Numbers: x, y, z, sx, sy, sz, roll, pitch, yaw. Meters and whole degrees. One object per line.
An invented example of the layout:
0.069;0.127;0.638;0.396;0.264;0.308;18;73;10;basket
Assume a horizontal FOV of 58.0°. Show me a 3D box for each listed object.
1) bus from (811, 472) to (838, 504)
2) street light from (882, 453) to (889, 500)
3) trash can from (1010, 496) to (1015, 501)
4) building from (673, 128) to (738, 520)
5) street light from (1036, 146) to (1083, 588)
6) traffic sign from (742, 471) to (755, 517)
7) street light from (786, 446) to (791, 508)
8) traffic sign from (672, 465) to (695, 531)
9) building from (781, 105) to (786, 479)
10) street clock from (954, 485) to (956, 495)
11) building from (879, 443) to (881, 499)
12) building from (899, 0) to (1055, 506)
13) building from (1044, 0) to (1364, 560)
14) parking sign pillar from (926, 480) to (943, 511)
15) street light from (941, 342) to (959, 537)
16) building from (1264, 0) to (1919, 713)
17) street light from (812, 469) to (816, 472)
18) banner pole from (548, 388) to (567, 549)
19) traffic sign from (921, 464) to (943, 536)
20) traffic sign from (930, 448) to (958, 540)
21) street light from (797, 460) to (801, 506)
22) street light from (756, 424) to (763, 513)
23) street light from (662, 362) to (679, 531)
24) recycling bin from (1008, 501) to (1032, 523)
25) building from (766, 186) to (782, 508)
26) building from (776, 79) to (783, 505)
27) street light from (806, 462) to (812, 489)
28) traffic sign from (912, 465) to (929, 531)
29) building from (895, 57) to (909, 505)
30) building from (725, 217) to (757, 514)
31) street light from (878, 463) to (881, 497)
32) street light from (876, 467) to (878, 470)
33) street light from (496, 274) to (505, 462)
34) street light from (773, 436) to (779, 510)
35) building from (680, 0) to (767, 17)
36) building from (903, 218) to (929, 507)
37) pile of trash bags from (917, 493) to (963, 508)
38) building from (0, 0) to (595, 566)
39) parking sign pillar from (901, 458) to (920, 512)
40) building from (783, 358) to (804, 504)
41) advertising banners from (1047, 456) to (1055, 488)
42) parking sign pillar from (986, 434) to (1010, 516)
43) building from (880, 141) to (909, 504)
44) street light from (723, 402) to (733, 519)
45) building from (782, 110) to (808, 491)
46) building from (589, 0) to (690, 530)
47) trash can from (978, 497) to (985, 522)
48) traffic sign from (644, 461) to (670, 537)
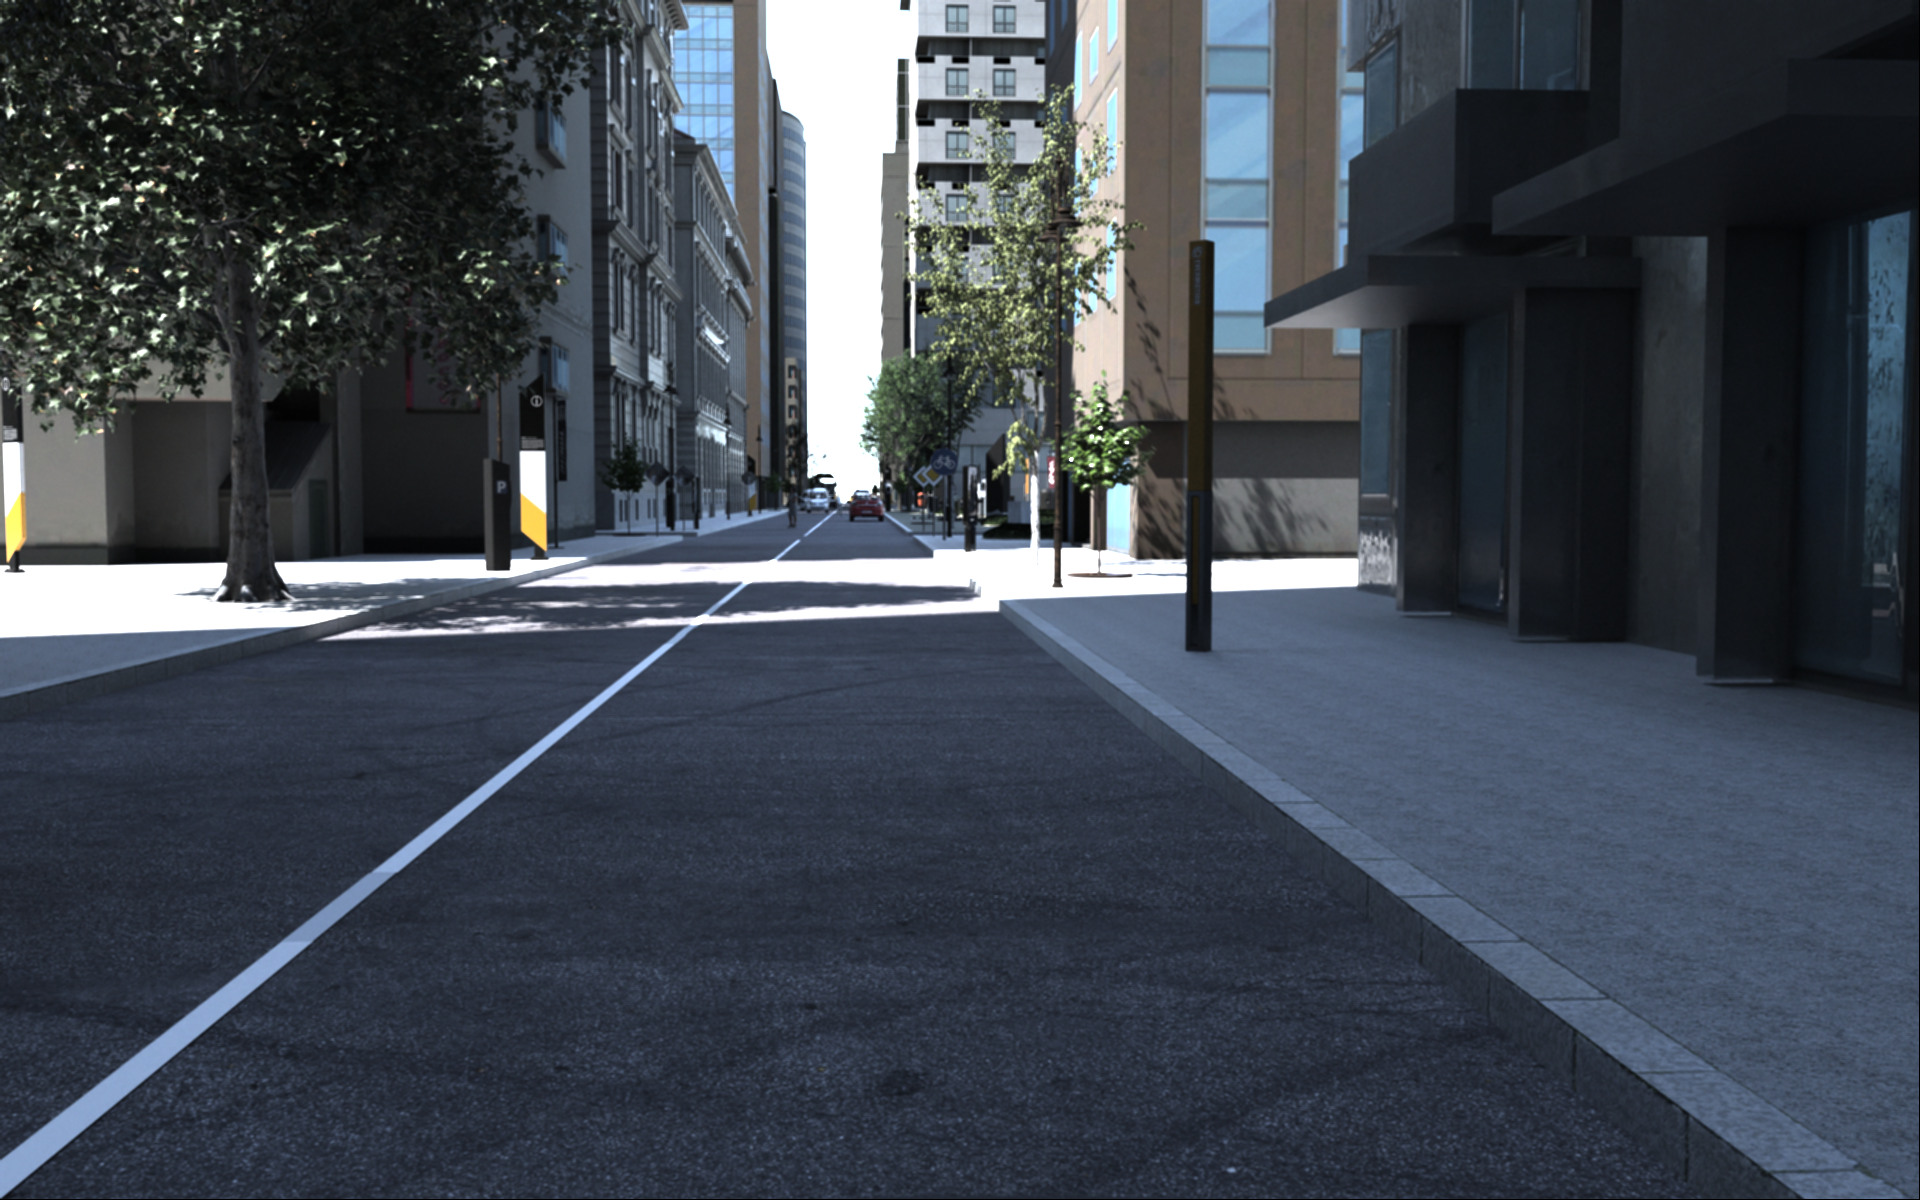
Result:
-15.655;-12.831;201.332;2.896;3.916;12.252;0;4;-2;bus
-6.645;-11.316;157.806;0.468;5.910;1.993;0;4;-3;street light
3.949;-7.576;135.525;0.748;1.137;0.748;0;3;0;trash can
-18.558;-15.771;94.005;11.583;22.565;21.152;0;4;-3;building
1.336;-3.103;23.524;0.468;5.910;1.993;0;4;-3;street light
-11.869;-5.938;97.190;0.768;2.556;0.104;0;4;0;traffic sign
-16.188;-11.693;163.963;0.468;5.910;1.993;0;4;-3;street light
-9.551;-3.440;59.880;0.795;2.450;0.064;0;4;-3;traffic sign
-25.895;-32.604;183.178;14.600;45.320;14.200;0;4;-3;building
-0.469;-7.816;132.364;0.358;2.002;0.471;0;4;-6;street clock
1.838;-25.433;260.865;27.650;21.520;28.899;0;4;-3;building
9.032;-35.047;162.250;28.713;52.752;27.495;0;4;-3;building
9.597;-23.814;39.472;14.600;45.320;14.200;0;4;-3;building
-1.878;-8.893;133.874;1.447;3.967;1.447;0;4;2;parking sign pillar
-0.318;-4.823;51.640;0.468;5.910;1.993;0;4;-3;street light
15.554;-23.840;9.386;23.786;49.044;30.456;0;4;-3;building
-21.080;-16.726;246.250;0.468;5.910;1.993;0;4;-3;street light
-9.403;-3.097;40.660;0.401;3.779;0.863;-3;4;-37;banner pole
-0.796;-2.981;52.379;0.795;2.450;0.064;0;4;-3;traffic sign
-0.438;-2.933;48.056;0.768;2.556;0.104;0;3;0;traffic sign
-17.711;-13.328;190.695;0.468;5.910;1.993;0;4;-3;street light
-13.229;-8.656;114.315;0.468;5.910;1.993;0;4;-3;street light
-10.087;-5.370;60.595;0.468;5.910;1.993;0;4;-3;street light
2.168;-2.968;61.088;0.722;1.027;0.722;-3;4;-36;recycling bin
-23.451;-23.469;155.426;14.160;30.474;14.107;0;4;-3;building
-25.346;-31.737;169.012;14.600;45.320;14.200;0;4;-3;building
-19.397;-15.093;219.561;0.468;5.910;1.993;0;4;-3;street light
-1.270;-3.468;60.350;0.795;2.450;0.064;0;4;-3;traffic sign
-2.384;-51.719;283.851;20.563;71.187;20.611;0;4;-3;building
-21.005;-16.800;116.482;13.314;21.916;24.055;0;4;-3;building
-8.230;-12.963;184.731;0.468;5.910;1.993;0;4;-3;street light
-9.853;-14.596;211.424;0.468;5.910;1.993;0;4;-3;street light
-8.203;-3.549;30.815;0.468;5.910;1.993;0;4;-3;street light
-14.593;-10.060;137.269;0.468;5.910;1.993;0;4;-3;street light
-22.856;-30.015;140.855;14.600;45.320;14.200;0;4;-3;building
1.006;-25.171;183.253;14.160;30.474;14.107;0;4;-3;building
-1.119;-6.304;112.820;3.447;1.369;1.912;1;4;11;pile of trash bags
-20.850;-25.432;39.522;21.600;48.544;21.300;0;4;-3;building
-3.641;-8.495;127.361;1.447;3.967;1.447;0;4;6;parking sign pillar
-35.411;-23.726;232.961;27.650;21.520;28.899;0;4;-3;building
4.769;-5.112;79.767;0.090;3.025;2.074;-3;5;-44;advertising banners
1.706;-5.463;77.786;1.447;3.967;1.447;-2;4;-35;parking sign pillar
-0.009;-37.337;234.163;21.300;48.544;21.600;0;4;-3;building
-11.691;-7.003;87.289;0.468;5.910;1.993;0;4;-3;street light
-33.852;-43.944;260.476;21.231;58.520;28.212;0;4;-3;building
-19.044;-17.345;70.978;14.401;28.519;23.554;0;4;-3;building
0.805;-4.183;80.045;0.748;1.137;0.748;0;3;0;trash can
-9.077;-2.952;51.909;0.795;2.450;0.064;0;4;-3;traffic sign
